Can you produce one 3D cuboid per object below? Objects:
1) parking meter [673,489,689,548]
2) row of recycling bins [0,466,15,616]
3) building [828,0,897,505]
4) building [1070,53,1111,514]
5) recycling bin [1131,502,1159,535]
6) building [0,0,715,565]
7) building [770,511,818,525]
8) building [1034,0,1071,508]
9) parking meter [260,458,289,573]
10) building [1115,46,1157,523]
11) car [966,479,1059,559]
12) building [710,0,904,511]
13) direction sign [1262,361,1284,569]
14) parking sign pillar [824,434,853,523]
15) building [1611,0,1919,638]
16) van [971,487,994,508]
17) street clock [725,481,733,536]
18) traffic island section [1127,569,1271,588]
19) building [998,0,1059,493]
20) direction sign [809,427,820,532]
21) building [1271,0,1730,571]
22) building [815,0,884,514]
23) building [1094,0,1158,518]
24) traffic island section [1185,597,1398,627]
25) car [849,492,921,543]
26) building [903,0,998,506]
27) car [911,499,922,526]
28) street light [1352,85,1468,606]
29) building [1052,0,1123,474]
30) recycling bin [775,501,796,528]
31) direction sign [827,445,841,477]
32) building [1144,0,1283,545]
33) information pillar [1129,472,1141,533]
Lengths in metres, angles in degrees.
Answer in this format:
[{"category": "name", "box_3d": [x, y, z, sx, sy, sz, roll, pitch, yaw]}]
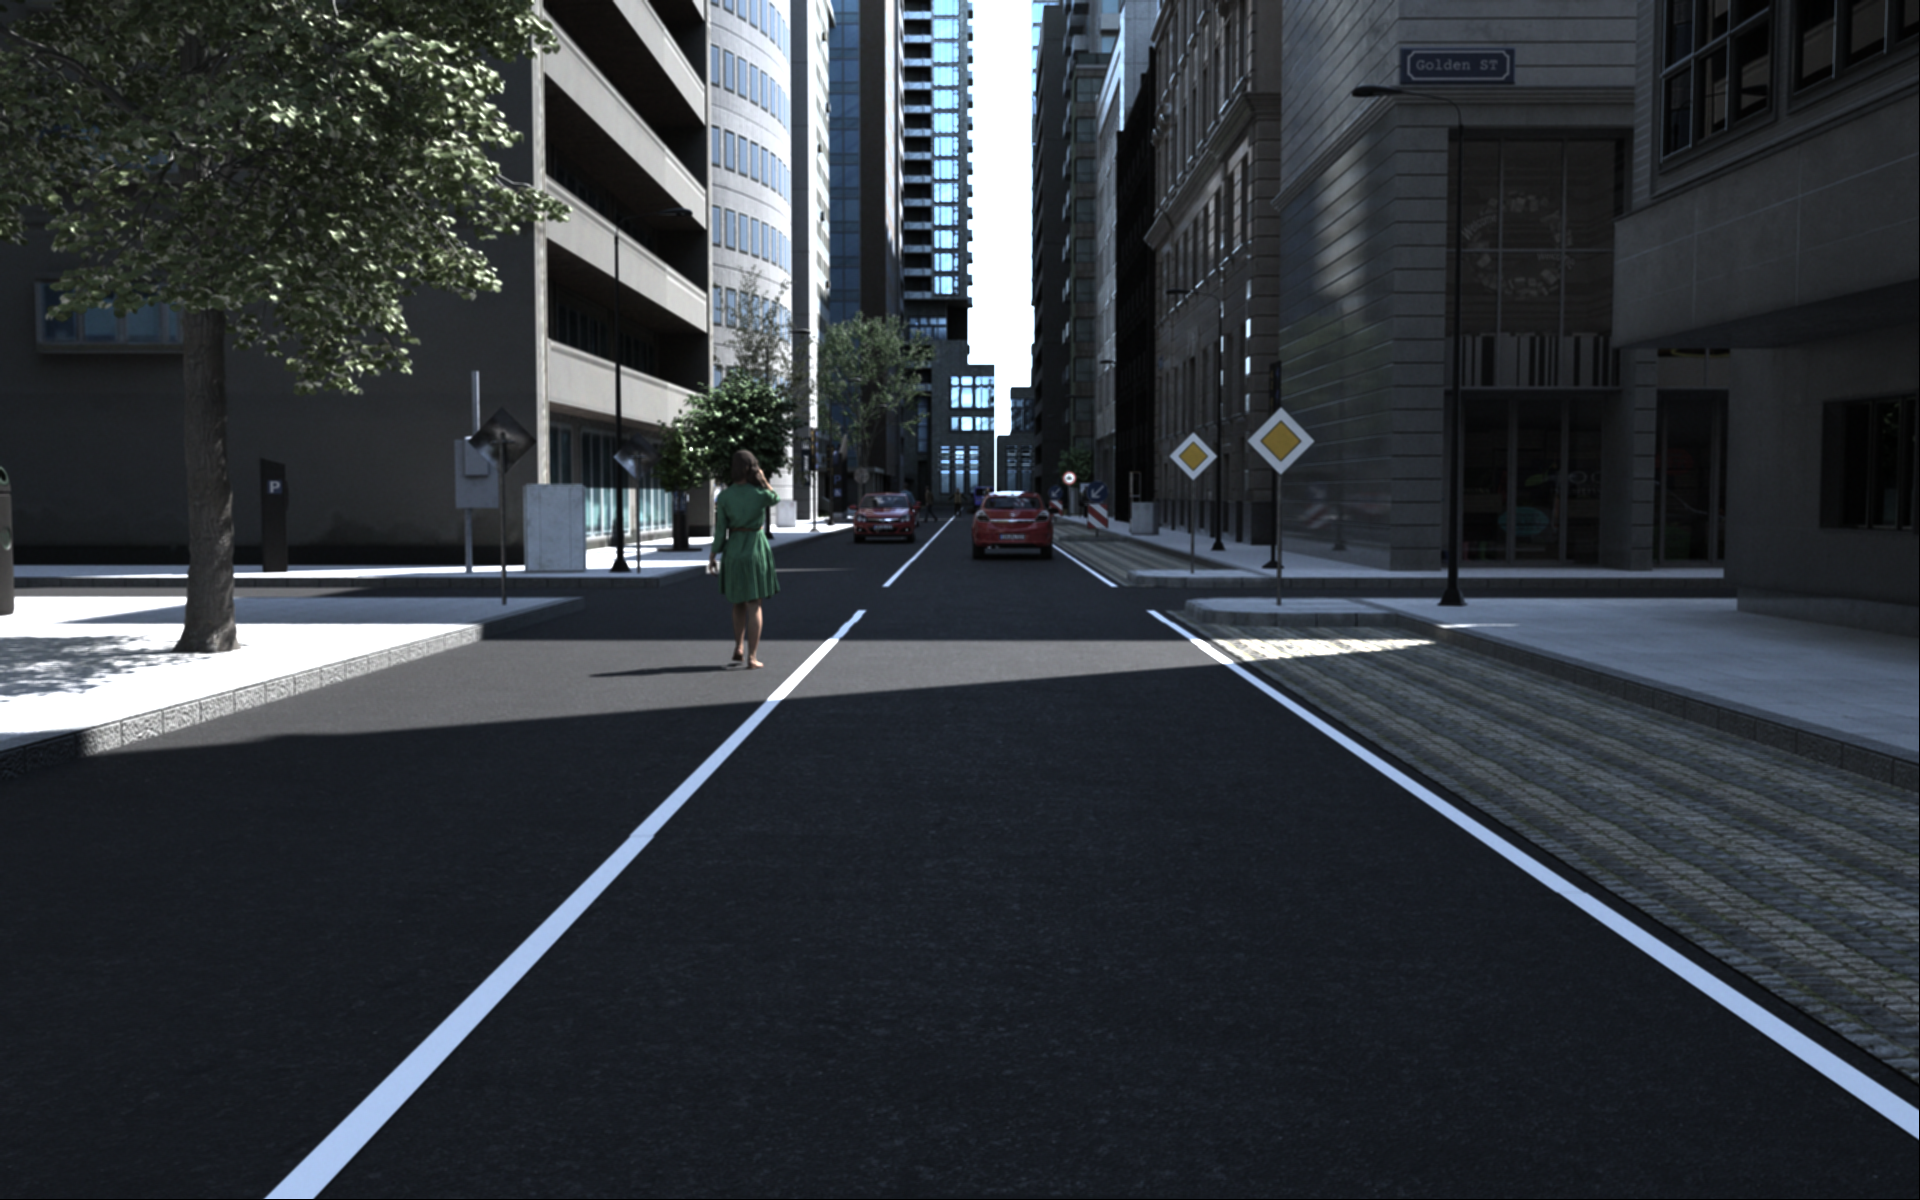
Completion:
[{"category": "parking meter", "box_3d": [-6.654, -2.009, 41.265, 0.372, 1.533, 0.369, 0, 3, 0]}, {"category": "row of recycling bins", "box_3d": [-10.846, -0.600, 16.923, 1.069, 1.692, 3.534, 1, 4, 14]}, {"category": "building", "box_3d": [-13.105, -30.452, 148.002, 14.600, 45.320, 14.200, 0, 4, 1]}, {"category": "building", "box_3d": [14.417, -21.138, 117.313, 14.160, 30.474, 14.107, 0, 4, 1]}, {"category": "recycling bin", "box_3d": [5.830, -2.566, 54.506, 0.722, 1.027, 0.722, 1, 4, 23]}, {"category": "building", "box_3d": [-18.126, -25.479, 40.284, 21.300, 48.544, 21.600, 0, 4, 1]}, {"category": "building", "box_3d": [-17.885, -32.466, 72.824, 21.231, 58.520, 28.212, 0, 4, 1]}, {"category": "building", "box_3d": [18.207, -33.203, 166.575, 21.300, 48.544, 21.600, 0, 4, 1]}, {"category": "parking meter", "box_3d": [-11.209, -1.384, 28.342, 0.399, 1.863, 0.255, -2, 4, -30]}, {"category": "building", "box_3d": [13.565, -15.017, 75.205, 12.332, 23.373, 15.834, 0, 4, 1]}, {"category": "car", "box_3d": [1.206, -1.877, 39.729, 2.155, 1.783, 4.494, 0, 4, 2]}, {"category": "building", "box_3d": [-19.584, -38.211, 166.745, 28.212, 58.520, 21.231, 0, 4, 1]}, {"category": "direction sign", "box_3d": [5.419, -2.317, 29.875, 0.379, 3.537, 0.876, 0, 4, -1]}, {"category": "parking sign pillar", "box_3d": [-5.343, -5.429, 77.234, 1.447, 3.967, 1.447, 0, 4, 7]}, {"category": "building", "box_3d": [13.749, -11.275, 3.415, 14.314, 24.678, 30.058, 0, 4, 1]}, {"category": "van", "box_3d": [2.079, -8.875, 149.486, 2.240, 2.365, 5.245, 0, 3, 0]}, {"category": "street clock", "box_3d": [-6.864, -2.900, 51.986, 0.471, 2.002, 0.358, -2, 4, -26]}, {"category": "traffic island section", "box_3d": [3.769, -0.347, 27.950, 2.009, 0.180, 2.903, 0, 4, 1]}, {"category": "building", "box_3d": [19.638, -54.036, 196.166, 31.000, 86.520, 22.319, 0, 4, 1]}, {"category": "direction sign", "box_3d": [-4.967, -4.101, 59.053, 0.379, 3.537, 0.876, 1, 4, 11]}, {"category": "building", "box_3d": [21.940, -15.640, 33.200, 29.804, 29.767, 11.434, 0, 4, 1]}, {"category": "building", "box_3d": [-21.471, -25.879, 115.000, 32.217, 40.220, 23.993, 0, 4, 1]}, {"category": "building", "box_3d": [13.926, -16.819, 93.009, 12.078, 24.808, 19.932, 0, 4, 1]}, {"category": "traffic island section", "box_3d": [3.693, 0.142, 19.965, 2.009, 0.180, 2.903, 0, 4, 1]}, {"category": "car", "box_3d": [-2.249, -2.641, 52.214, 2.155, 1.783, 4.494, 0, 4, -1]}, {"category": "building", "box_3d": [-11.558, -54.089, 197.029, 31.000, 86.520, 22.319, 0, 4, 1]}, {"category": "car", "box_3d": [-2.728, -4.063, 75.467, 2.155, 1.783, 4.494, 0, 4, 1]}, {"category": "street light", "box_3d": [5.145, -2.892, 19.824, 1.470, 5.913, 1.316, 0, 4, 1]}, {"category": "building", "box_3d": [19.792, -31.815, 139.791, 23.786, 49.044, 30.456, 0, 4, 1]}, {"category": "recycling bin", "box_3d": [-6.630, -3.263, 65.910, 0.722, 1.027, 0.722, -1, 4, -13]}, {"category": "direction sign", "box_3d": [-5.666, -5.338, 79.273, 0.876, 3.537, 0.379, 1, 4, 9]}, {"category": "building", "box_3d": [13.051, -15.743, 54.658, 12.463, 27.353, 25.104, 0, 4, 1]}, {"category": "information pillar", "box_3d": [5.796, -3.231, 57.321, 0.304, 2.012, 0.304, -1, 4, -9]}]
